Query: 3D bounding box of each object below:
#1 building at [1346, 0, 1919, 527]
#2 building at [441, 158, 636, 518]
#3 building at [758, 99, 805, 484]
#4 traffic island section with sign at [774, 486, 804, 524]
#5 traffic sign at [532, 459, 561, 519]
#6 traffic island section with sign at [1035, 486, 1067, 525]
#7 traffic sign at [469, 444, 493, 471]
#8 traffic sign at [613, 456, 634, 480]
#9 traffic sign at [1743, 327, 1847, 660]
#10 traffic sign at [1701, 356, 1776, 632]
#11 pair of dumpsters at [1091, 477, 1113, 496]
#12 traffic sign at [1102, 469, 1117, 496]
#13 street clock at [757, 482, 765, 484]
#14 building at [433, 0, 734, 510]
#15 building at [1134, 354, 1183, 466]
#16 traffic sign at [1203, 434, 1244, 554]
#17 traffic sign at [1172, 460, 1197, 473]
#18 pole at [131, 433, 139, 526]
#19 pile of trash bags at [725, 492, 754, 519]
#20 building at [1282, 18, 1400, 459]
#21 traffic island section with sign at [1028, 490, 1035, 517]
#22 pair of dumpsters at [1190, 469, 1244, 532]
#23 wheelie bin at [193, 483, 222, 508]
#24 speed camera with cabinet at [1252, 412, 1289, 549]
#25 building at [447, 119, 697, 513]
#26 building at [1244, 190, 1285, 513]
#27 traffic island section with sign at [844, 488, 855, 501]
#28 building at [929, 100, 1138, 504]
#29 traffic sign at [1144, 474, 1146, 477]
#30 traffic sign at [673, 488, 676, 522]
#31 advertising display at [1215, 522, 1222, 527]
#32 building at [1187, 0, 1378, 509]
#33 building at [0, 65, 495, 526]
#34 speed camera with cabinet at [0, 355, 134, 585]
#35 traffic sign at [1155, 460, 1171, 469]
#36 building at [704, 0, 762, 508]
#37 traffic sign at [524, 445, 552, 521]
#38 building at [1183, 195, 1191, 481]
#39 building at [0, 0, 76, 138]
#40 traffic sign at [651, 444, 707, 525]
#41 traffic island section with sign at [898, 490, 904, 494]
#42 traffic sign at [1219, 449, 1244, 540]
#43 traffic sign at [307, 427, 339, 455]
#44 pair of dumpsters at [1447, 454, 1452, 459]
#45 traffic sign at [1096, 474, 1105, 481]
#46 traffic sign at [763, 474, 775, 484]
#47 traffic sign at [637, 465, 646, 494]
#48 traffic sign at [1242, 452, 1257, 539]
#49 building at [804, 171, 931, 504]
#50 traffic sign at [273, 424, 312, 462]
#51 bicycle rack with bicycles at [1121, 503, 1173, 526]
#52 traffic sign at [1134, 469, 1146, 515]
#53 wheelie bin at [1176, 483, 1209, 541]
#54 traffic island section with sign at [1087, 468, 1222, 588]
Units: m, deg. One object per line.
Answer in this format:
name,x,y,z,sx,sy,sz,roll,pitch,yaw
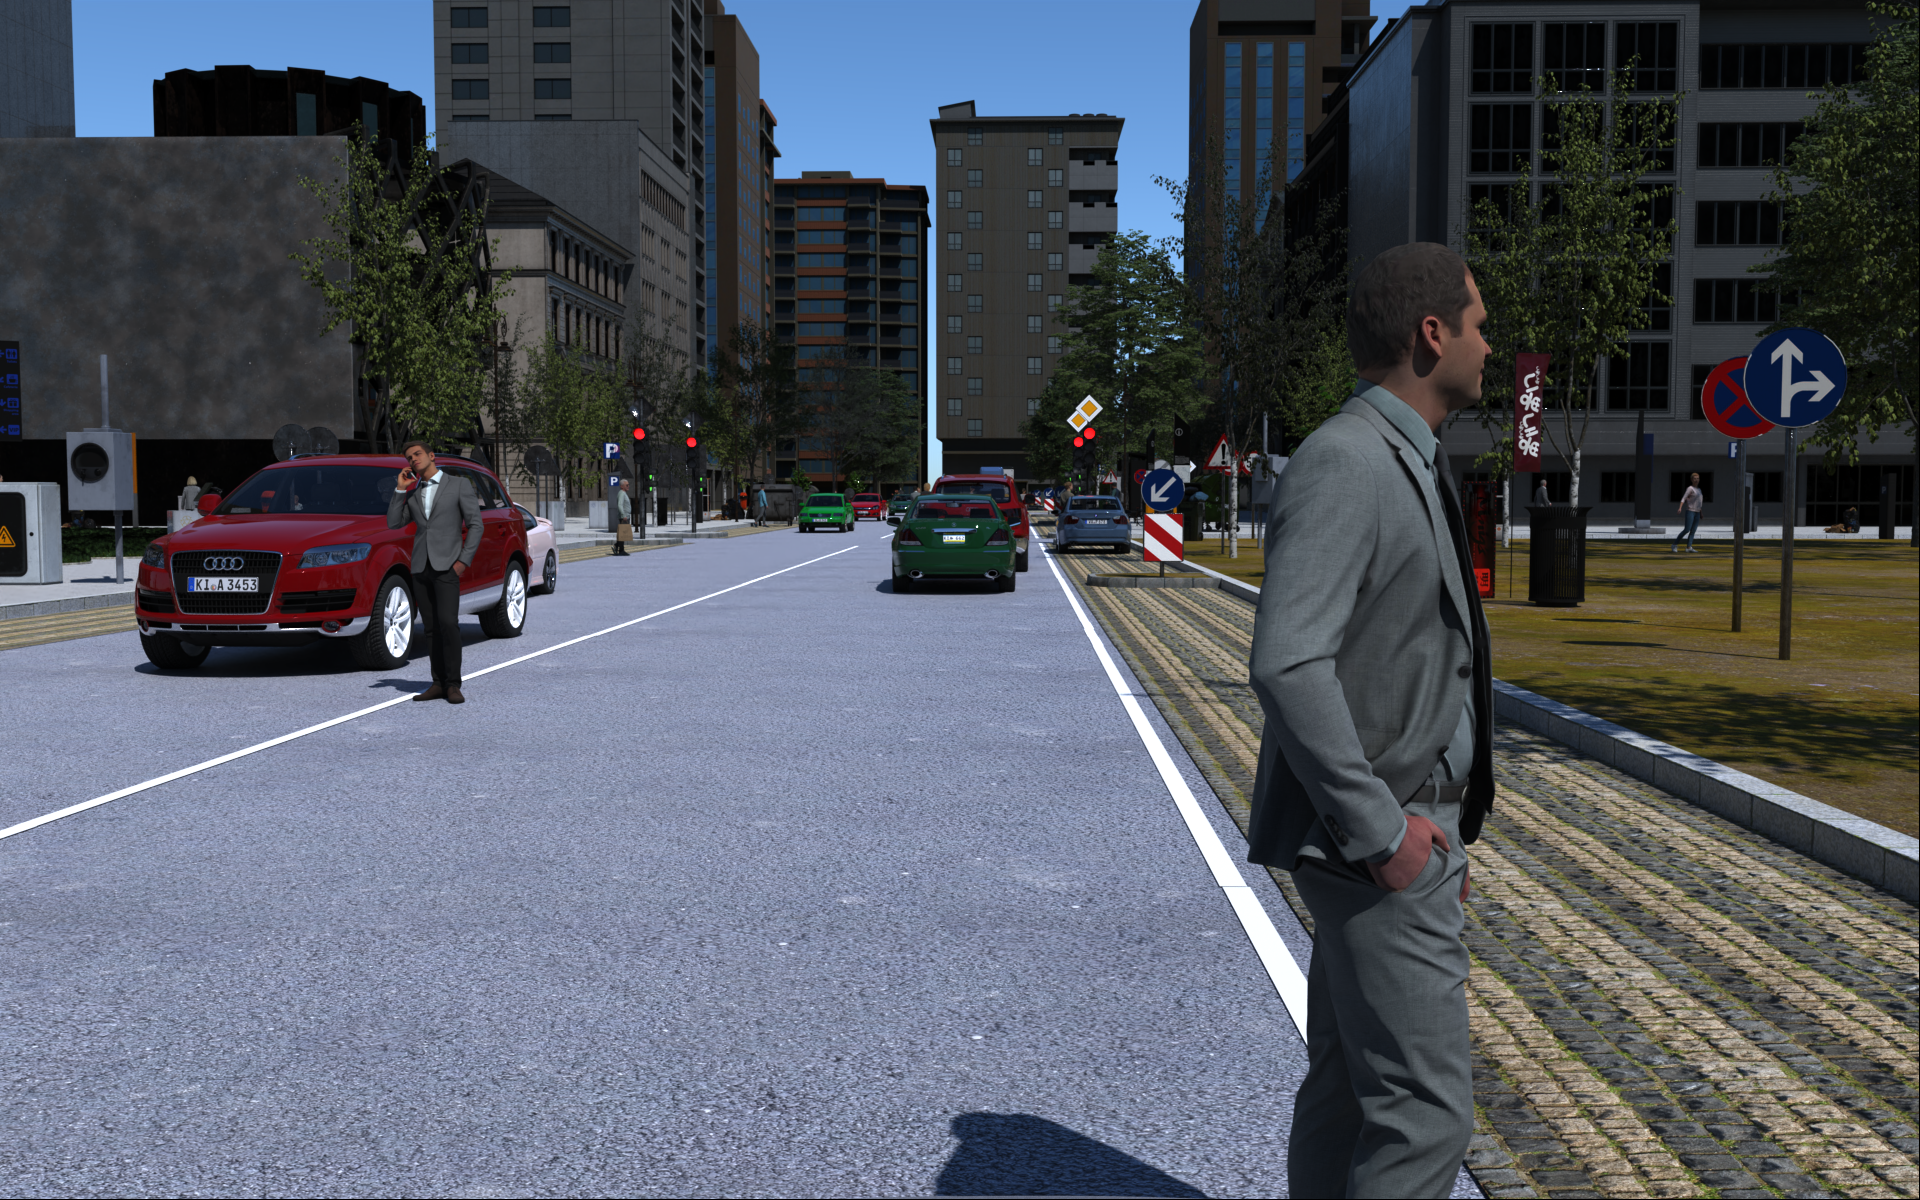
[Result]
building,32.621,-15.515,72.740,30.058,24.678,14.314,0,4,2
building,-25.966,-14.396,100.009,10.561,19.102,19.286,0,4,2
building,-32.896,-32.558,186.955,28.867,44.769,22.147,0,4,2
traffic island section with sign,-7.754,-4.512,82.391,1.989,1.847,2.006,0,4,2
traffic sign,-11.884,-3.046,49.799,0.884,2.594,0.081,1,4,9
traffic island section with sign,4.652,-4.463,81.595,1.989,1.847,2.006,0,4,2
traffic sign,-12.569,-2.761,45.152,0.884,2.594,0.081,1,4,9
traffic sign,-11.655,-3.649,59.664,0.884,2.594,0.081,1,4,9
traffic sign,6.381,-0.809,13.326,0.768,2.556,0.104,0,4,4
traffic sign,7.234,-0.976,16.060,0.768,2.556,0.104,0,4,6
pair of dumpsters,8.185,-5.897,98.905,1.574,2.255,4.437,0,4,2
traffic sign,7.750,-5.444,89.005,0.884,2.594,0.081,0,4,3
street clock,-11.674,-5.933,101.577,0.471,2.002,0.358,-2,4,-32
building,-29.779,-43.072,142.480,20.563,71.187,20.611,0,4,2
building,39.239,-24.117,239.353,28.899,21.520,27.650,0,4,2
traffic sign,5.664,-2.279,37.263,0.884,2.594,0.081,1,4,10
traffic sign,7.486,-3.542,57.638,0.795,2.593,0.064,0,4,4
pole,-27.480,-3.903,57.655,0.158,3.312,0.155,0,3,0
pile of trash bags,-11.125,-4.851,89.061,1.912,1.369,3.447,-1,4,-9
building,24.030,-15.861,89.001,12.332,23.373,15.834,0,4,2
traffic island section with sign,5.462,-6.123,108.741,1.989,1.847,2.006,0,4,2
pair of dumpsters,8.848,-3.535,60.284,1.574,2.255,4.437,0,4,2
wheelie bin,-20.853,-2.459,48.106,0.693,1.594,0.980,-3,4,-38
speed camera with cabinet,7.691,-2.799,40.094,0.660,3.252,2.038,-3,4,-36
building,-25.993,-18.451,119.700,12.078,24.808,19.932,0,4,2
building,26.469,-18.046,114.130,14.460,24.649,34.723,0,4,2
traffic island section with sign,-6.943,-6.159,109.334,1.989,1.847,2.006,0,4,2
building,10.212,-39.805,240.051,27.495,52.752,28.713,0,4,2
traffic sign,9.576,-5.289,86.206,0.795,2.593,0.064,0,4,4
traffic sign,-13.074,-4.842,79.268,0.768,2.556,0.104,0,4,3
advertising display,10.024,-3.765,66.770,0.123,1.923,0.974,-1,4,-11
building,27.483,-30.616,150.688,14.600,45.320,14.200,0,4,2
building,-29.718,-12.787,76.522,16.820,18.784,16.811,0,4,2
speed camera with cabinet,-12.838,-1.844,24.489,2.038,3.252,0.660,0,4,1
traffic sign,7.403,-3.900,63.868,0.768,2.556,0.104,1,4,9
building,-26.369,-31.219,160.548,14.600,45.320,14.200,0,4,2
traffic sign,-11.022,-2.760,45.227,0.768,2.556,0.104,0,4,6
building,28.116,-24.071,165.256,14.160,30.474,14.107,0,4,2
building,-51.033,-15.704,74.778,19.932,24.808,12.078,0,4,2
traffic sign,-11.515,-4.717,70.995,2.265,3.308,0.079,0,4,3
traffic island section with sign,-5.427,-9.230,159.531,1.989,1.847,2.006,0,4,2
traffic sign,7.482,-2.928,47.986,0.768,2.556,0.104,1,4,10
traffic sign,-12.104,-1.996,32.734,0.768,2.556,0.104,0,4,5
pair of dumpsters,7.165,-1.663,29.691,1.574,2.255,4.437,0,4,2
traffic sign,9.081,-6.826,111.708,0.768,2.556,0.104,0,4,7
traffic sign,-11.804,-6.547,107.151,0.768,2.556,0.104,0,4,2
traffic sign,-13.823,-4.635,75.791,0.884,2.594,0.081,1,4,9
traffic sign,8.383,-3.020,49.482,0.768,2.556,0.104,0,4,3
building,-18.678,-35.659,237.650,28.867,44.769,22.147,0,4,2
traffic sign,-12.111,-1.914,31.407,0.768,2.556,0.104,1,4,10
bicycle rack with bicycles,8.844,-3.837,76.122,2.852,0.926,2.925,0,4,-4
traffic sign,9.191,-5.353,87.621,0.768,2.556,0.104,0,4,8
wheelie bin,6.307,-2.412,47.343,0.980,1.594,0.693,1,4,22
traffic island section with sign,3.011,-1.135,27.181,1.989,1.847,2.006,0,4,2
